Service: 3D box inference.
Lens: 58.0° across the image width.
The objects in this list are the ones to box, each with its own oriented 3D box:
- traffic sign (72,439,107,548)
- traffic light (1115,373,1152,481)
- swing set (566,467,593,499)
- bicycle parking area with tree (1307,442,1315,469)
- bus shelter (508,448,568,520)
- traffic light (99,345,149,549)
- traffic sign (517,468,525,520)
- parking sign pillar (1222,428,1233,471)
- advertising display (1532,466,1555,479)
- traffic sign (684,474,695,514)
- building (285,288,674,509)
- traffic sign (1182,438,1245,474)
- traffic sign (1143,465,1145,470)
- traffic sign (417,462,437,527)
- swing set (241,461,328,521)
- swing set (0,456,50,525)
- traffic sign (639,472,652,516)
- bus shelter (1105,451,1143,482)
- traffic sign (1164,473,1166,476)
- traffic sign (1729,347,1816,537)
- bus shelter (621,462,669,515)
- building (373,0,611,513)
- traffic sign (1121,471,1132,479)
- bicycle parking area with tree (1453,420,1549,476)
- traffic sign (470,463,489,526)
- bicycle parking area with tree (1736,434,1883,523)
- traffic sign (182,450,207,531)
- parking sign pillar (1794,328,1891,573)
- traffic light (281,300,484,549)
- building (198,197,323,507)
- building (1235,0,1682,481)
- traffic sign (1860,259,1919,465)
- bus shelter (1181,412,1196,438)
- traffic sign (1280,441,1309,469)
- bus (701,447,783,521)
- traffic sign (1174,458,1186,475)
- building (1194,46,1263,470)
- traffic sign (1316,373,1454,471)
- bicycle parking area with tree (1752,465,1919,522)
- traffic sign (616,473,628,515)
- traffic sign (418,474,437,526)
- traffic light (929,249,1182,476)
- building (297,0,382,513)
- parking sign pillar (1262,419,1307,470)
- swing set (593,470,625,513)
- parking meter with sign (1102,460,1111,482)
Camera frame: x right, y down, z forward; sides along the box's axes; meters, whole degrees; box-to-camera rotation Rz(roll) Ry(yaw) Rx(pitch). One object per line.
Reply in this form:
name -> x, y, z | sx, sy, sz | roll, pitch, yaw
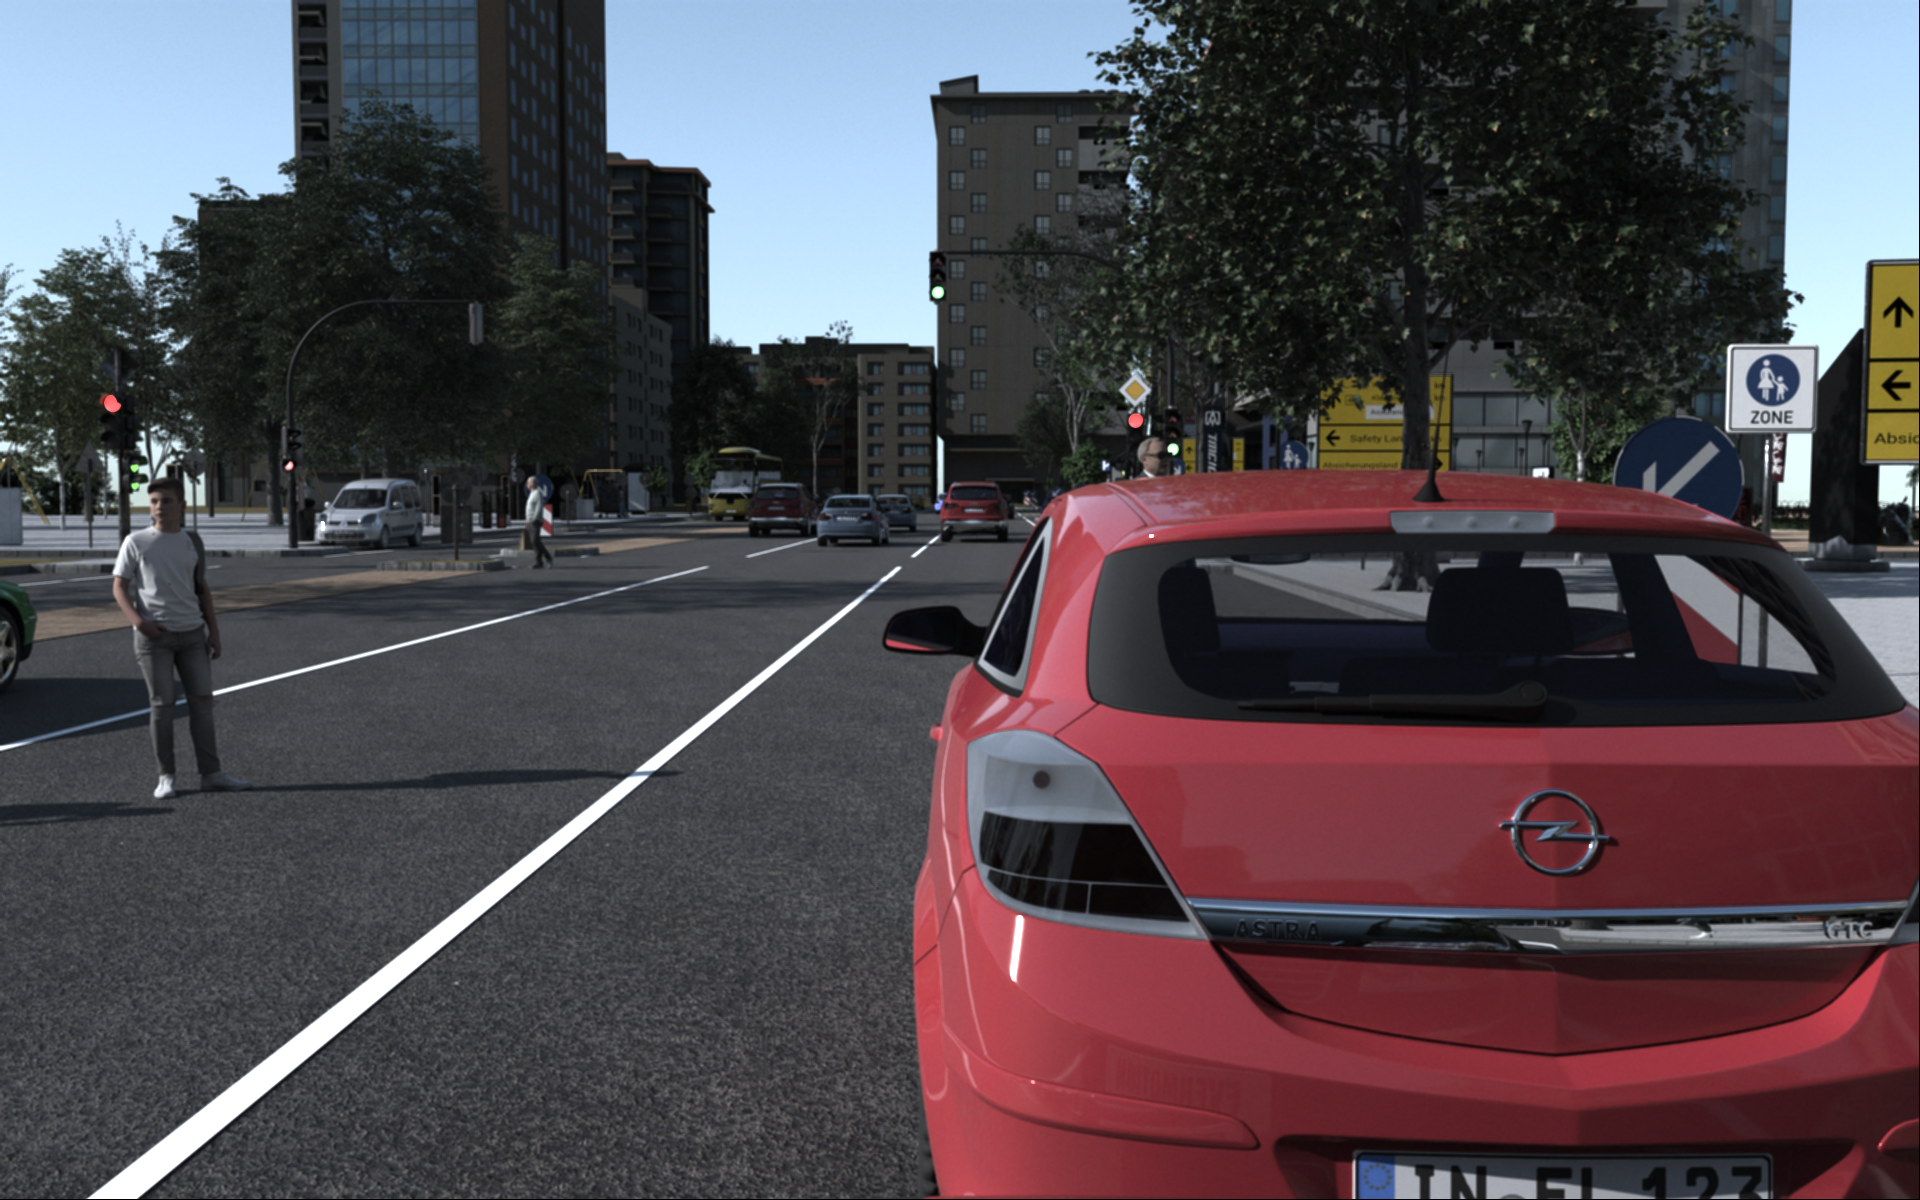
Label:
traffic sign -> -20.700, -2.518, 41.178 | 0.884, 2.594, 0.081 | 1, 4, 9
traffic light -> 4.052, -3.149, 40.401 | 0.839, 4.253, 0.868 | 0, 4, 1
swing set -> -22.797, -6.066, 96.797 | 3.119, 2.851, 2.862 | 3, 5, 41
bicycle parking area with tree -> 16.860, -6.652, 95.769 | 8.231, 4.147, 9.016 | 0, 4, 8
bus shelter -> -21.168, -5.894, 87.646 | 1.731, 3.624, 6.357 | 0, 4, 1
traffic light -> -15.849, -2.681, 32.753 | 0.839, 4.253, 0.868 | 0, 4, 1
traffic sign -> -21.519, -5.146, 84.240 | 0.768, 2.556, 0.104 | 0, 4, 6
parking sign pillar -> 8.593, -4.261, 58.146 | 1.447, 3.967, 1.447 | -2, 4, -30
advertising display -> 13.479, -2.134, 40.099 | 0.123, 1.923, 0.974 | 0, 4, -5
traffic sign -> -17.064, -6.674, 109.222 | 0.768, 2.556, 0.104 | 0, 4, 6
building -> -44.161, -19.519, 164.174 | 28.899, 21.520, 27.650 | 0, 4, 1
traffic sign -> 9.132, -4.199, 62.524 | 2.265, 3.308, 0.079 | 0, 4, 3
traffic sign -> 6.654, -3.628, 59.422 | 0.768, 2.556, 0.104 | 1, 4, 8
traffic sign -> -20.958, -4.159, 68.107 | 0.768, 2.556, 0.104 | 0, 4, 3
swing set -> -32.178, -5.189, 82.457 | 3.119, 2.851, 2.862 | 1, 4, 18
swing set -> -40.298, -4.635, 73.402 | 2.862, 2.851, 3.119 | -2, 4, -30
traffic sign -> -18.142, -6.105, 99.921 | 0.768, 2.556, 0.104 | 0, 4, 6
bus shelter -> 7.946, -5.310, 80.737 | 2.014, 3.302, 5.546 | 0, 4, 1
traffic sign -> 6.655, -3.532, 57.853 | 0.768, 2.556, 0.104 | 0, 4, 5
traffic sign -> 5.548, -0.598, 11.910 | 0.606, 2.300, 0.079 | 0, 4, 2
bus shelter -> -20.041, -7.132, 110.526 | 2.014, 3.302, 5.546 | 0, 4, 1
building -> -36.554, -29.854, 138.216 | 14.600, 45.320, 14.200 | 0, 4, 1
traffic sign -> 7.533, -4.700, 76.946 | 0.768, 2.556, 0.104 | 0, 4, 5
bicycle parking area with tree -> 22.507, -4.760, 64.836 | 9.016, 4.147, 8.231 | 0, 4, -1
traffic sign -> -19.533, -4.301, 70.434 | 0.768, 2.556, 0.104 | 0, 4, 2
bicycle parking area with tree -> 38.082, -5.931, 83.967 | 9.016, 4.147, 8.231 | 0, 4, 6
traffic sign -> -21.996, -3.037, 49.756 | 0.768, 2.556, 0.104 | 0, 4, 7
parking sign pillar -> 14.773, -2.473, 28.911 | 1.447, 3.967, 1.447 | 0, 4, -4
traffic light -> -13.613, -4.041, 40.735 | 4.771, 5.953, 1.251 | 0, 4, 1
building -> -65.520, -24.493, 172.166 | 14.107, 30.474, 14.160 | 0, 4, 1
building -> 36.573, -33.274, 133.269 | 28.713, 52.752, 27.495 | 0, 4, 1
traffic sign -> 8.986, -1.290, 14.961 | 2.265, 3.308, 0.079 | 1, 4, 10
bus shelter -> 10.544, -6.421, 82.611 | 2.179, 5.291, 8.768 | 0, 4, 1
traffic sign -> 7.888, -2.513, 41.188 | 0.768, 2.556, 0.104 | 0, 4, 6
bus -> -11.636, -6.298, 94.513 | 2.896, 3.916, 12.252 | 0, 4, 1
traffic sign -> 7.426, -3.661, 59.962 | 0.768, 2.556, 0.104 | 0, 4, 8
building -> 33.625, -31.049, 162.275 | 22.147, 44.769, 28.867 | 0, 4, 1
traffic sign -> 7.143, -2.161, 29.200 | 2.265, 3.308, 0.079 | 0, 4, 3
bicycle parking area with tree -> 48.210, -6.395, 91.559 | 9.016, 4.147, 8.231 | -1, 4, -12
traffic sign -> -20.695, -6.483, 106.101 | 0.768, 2.556, 0.104 | 0, 4, 7
traffic sign -> -21.201, -4.231, 69.183 | 0.884, 2.594, 0.081 | 0, 4, 3
traffic light -> 1.816, -3.526, 32.313 | 4.771, 5.953, 1.251 | 0, 4, 1
building -> -37.085, -28.942, 123.316 | 14.600, 45.320, 14.200 | 0, 4, 1
parking sign pillar -> 7.936, -3.298, 42.395 | 1.447, 3.967, 1.447 | -2, 4, -24
swing set -> -23.136, -7.087, 113.499 | 3.119, 2.851, 2.862 | 2, 4, 26
parking meter with sign -> 8.082, -5.719, 89.762 | 0.543, 3.016, 1.738 | 3, 5, 42
